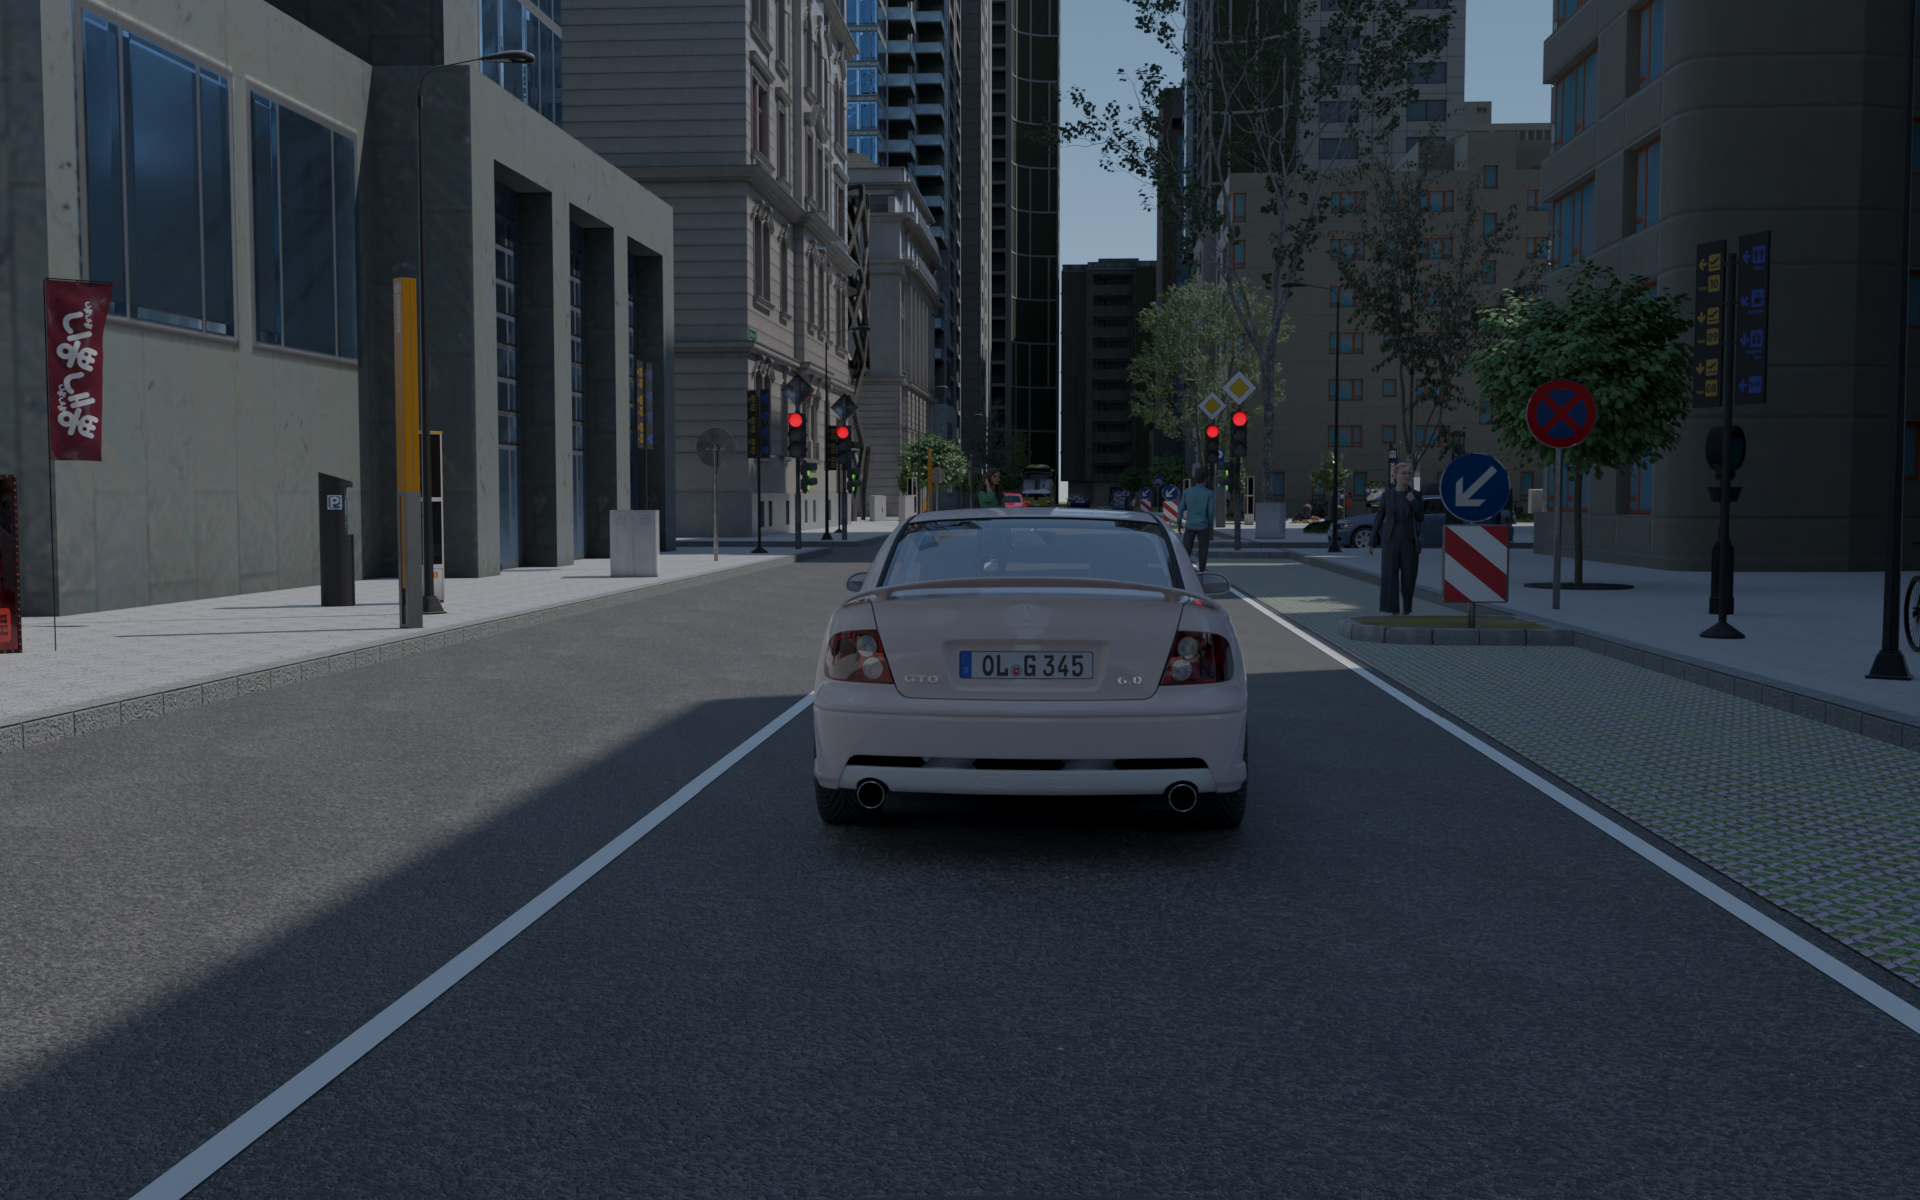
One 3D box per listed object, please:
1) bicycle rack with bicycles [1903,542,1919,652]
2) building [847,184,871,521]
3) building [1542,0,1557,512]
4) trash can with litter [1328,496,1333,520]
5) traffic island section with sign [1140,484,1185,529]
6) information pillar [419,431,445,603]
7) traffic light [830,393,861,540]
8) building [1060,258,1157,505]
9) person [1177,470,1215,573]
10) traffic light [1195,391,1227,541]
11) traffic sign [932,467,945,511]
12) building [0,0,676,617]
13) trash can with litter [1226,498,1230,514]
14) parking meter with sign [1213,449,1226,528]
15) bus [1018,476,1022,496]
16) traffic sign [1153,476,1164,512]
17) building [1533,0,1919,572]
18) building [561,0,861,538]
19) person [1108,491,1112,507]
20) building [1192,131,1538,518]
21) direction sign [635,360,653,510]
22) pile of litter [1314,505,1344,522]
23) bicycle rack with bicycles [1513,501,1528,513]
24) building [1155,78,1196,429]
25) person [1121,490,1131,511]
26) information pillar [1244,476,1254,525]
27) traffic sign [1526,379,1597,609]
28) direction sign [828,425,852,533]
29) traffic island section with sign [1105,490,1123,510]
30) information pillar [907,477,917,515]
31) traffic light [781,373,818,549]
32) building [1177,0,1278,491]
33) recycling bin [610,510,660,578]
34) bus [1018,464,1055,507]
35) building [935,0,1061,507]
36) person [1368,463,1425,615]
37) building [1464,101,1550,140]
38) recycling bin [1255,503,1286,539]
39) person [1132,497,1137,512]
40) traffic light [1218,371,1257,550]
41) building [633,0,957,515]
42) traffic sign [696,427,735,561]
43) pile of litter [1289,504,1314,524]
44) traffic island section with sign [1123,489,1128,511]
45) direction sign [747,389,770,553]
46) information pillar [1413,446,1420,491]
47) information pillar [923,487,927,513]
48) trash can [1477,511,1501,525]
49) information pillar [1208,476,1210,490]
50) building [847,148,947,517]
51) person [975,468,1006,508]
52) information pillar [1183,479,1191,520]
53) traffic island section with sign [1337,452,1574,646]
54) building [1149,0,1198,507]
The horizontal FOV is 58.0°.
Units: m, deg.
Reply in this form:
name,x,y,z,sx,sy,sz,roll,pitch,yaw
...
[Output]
name,x,y,z,sx,sy,sz,roll,pitch,yaw
bicycle rack with bicycles,8.424,0.046,12.627,2.852,0.926,2.925,1,4,18
building,-12.877,-13.150,82.462,16.820,18.784,16.811,0,4,4
building,35.552,-26.798,57.751,30.456,49.044,23.786,0,4,4
trash can with litter,13.448,-3.133,62.280,1.678,1.210,2.233,0,4,6
traffic island section with sign,8.618,-3.887,72.183,1.989,1.847,2.006,0,4,4
information pillar,-6.269,-0.966,20.287,0.304,2.012,0.304,2,4,25
traffic light,-3.203,-3.626,48.207,0.839,4.253,0.868,0,4,4
building,19.447,-27.122,215.139,14.107,30.474,14.160,0,4,4
person,3.824,-1.203,28.192,0.660,1.820,0.620,1,4,21
traffic light,6.886,-3.585,47.531,0.839,4.253,0.868,0,4,4
traffic sign,-1.082,-5.004,81.924,0.768,2.556,0.104,1,4,12
building,-22.676,-43.669,26.661,31.000,86.520,22.319,0,4,4
trash can with litter,13.590,-4.711,88.408,1.055,1.170,0.624,-3,5,-42
parking meter with sign,10.001,-4.317,66.838,0.543,3.016,1.738,0,4,3
bus,7.417,-10.700,166.496,2.896,3.916,12.252,0,4,5
traffic sign,13.908,-7.432,121.626,0.768,2.556,0.104,1,4,10
building,25.230,-10.797,21.565,27.650,21.520,28.899,0,4,4
building,-11.558,-16.774,61.649,14.401,28.519,23.554,0,4,4
person,15.582,-10.475,180.450,0.721,1.739,1.217,0,4,-6
building,29.273,-16.024,107.030,27.650,21.520,28.899,0,4,4
direction sign,-5.410,-2.308,29.739,0.379,3.537,0.876,0,4,7
pile of litter,14.929,-3.286,67.695,1.719,0.858,1.176,0,4,1
bicycle rack with bicycles,28.183,-4.667,89.686,2.852,0.926,2.925,2,4,35
building,28.472,-32.857,187.319,14.600,45.320,14.200,0,4,4
person,12.586,-7.459,131.251,0.742,1.727,0.445,-1,4,-15
information pillar,11.935,-4.095,71.448,0.304,2.012,0.304,-1,4,-12
traffic sign,6.645,-1.169,19.223,0.768,2.556,0.104,0,4,4
direction sign,-3.999,-3.992,57.269,0.876,3.537,0.379,-2,4,-25
traffic island section with sign,15.790,-10.245,176.138,1.989,1.847,2.006,0,4,4
information pillar,-2.111,-4.387,76.220,0.304,2.012,0.304,3,4,39
traffic light,-3.752,-3.139,40.241,0.839,4.253,0.868,0,4,4
building,27.680,-42.807,138.154,20.563,71.187,20.611,0,4,4
recycling bin,-5.058,-0.881,26.958,0.722,1.027,0.722,0,4,-7
bus,6.681,-9.525,147.285,2.896,3.916,12.252,0,4,4
building,2.162,-47.661,217.511,20.611,71.187,20.563,0,4,4
person,4.793,-0.614,18.964,0.576,1.772,0.534,0,4,-6
building,50.443,-29.703,177.530,23.993,40.220,32.217,0,4,4
recycling bin,8.887,-2.264,49.564,0.722,1.027,0.722,2,4,25
person,11.548,-6.216,114.822,0.352,1.250,0.332,1,4,15
traffic light,6.337,-3.097,39.564,0.839,4.253,0.868,0,4,4
building,-11.027,-50.465,137.778,22.319,86.520,31.000,0,4,4
traffic sign,-4.669,-2.016,33.069,0.768,2.556,0.104,1,4,10
pile of litter,15.273,-3.784,75.829,1.719,0.858,1.176,1,4,11
traffic island section with sign,10.497,-5.542,99.240,1.989,1.847,2.006,0,4,4
direction sign,-4.366,-2.790,37.606,0.379,3.537,0.876,-3,4,-39
information pillar,22.201,-5.681,84.236,0.504,3.616,0.183,-3,4,-39
information pillar,-1.933,-6.593,99.155,0.504,3.616,0.183,3,5,40
trash can,11.253,-1.554,37.061,0.748,1.137,0.748,0,3,0
information pillar,10.419,-4.152,72.385,0.304,2.012,0.304,2,4,34
building,-8.384,-16.287,108.098,13.314,21.916,24.055,0,4,4
person,0.445,-0.935,24.037,0.529,1.795,0.600,3,5,43
information pillar,11.196,-4.951,85.435,0.304,2.012,0.304,1,4,17
traffic island section with sign,4.835,-0.526,17.227,1.989,1.847,2.006,0,4,4
building,29.930,-52.029,163.350,22.319,86.520,31.000,0,4,4
